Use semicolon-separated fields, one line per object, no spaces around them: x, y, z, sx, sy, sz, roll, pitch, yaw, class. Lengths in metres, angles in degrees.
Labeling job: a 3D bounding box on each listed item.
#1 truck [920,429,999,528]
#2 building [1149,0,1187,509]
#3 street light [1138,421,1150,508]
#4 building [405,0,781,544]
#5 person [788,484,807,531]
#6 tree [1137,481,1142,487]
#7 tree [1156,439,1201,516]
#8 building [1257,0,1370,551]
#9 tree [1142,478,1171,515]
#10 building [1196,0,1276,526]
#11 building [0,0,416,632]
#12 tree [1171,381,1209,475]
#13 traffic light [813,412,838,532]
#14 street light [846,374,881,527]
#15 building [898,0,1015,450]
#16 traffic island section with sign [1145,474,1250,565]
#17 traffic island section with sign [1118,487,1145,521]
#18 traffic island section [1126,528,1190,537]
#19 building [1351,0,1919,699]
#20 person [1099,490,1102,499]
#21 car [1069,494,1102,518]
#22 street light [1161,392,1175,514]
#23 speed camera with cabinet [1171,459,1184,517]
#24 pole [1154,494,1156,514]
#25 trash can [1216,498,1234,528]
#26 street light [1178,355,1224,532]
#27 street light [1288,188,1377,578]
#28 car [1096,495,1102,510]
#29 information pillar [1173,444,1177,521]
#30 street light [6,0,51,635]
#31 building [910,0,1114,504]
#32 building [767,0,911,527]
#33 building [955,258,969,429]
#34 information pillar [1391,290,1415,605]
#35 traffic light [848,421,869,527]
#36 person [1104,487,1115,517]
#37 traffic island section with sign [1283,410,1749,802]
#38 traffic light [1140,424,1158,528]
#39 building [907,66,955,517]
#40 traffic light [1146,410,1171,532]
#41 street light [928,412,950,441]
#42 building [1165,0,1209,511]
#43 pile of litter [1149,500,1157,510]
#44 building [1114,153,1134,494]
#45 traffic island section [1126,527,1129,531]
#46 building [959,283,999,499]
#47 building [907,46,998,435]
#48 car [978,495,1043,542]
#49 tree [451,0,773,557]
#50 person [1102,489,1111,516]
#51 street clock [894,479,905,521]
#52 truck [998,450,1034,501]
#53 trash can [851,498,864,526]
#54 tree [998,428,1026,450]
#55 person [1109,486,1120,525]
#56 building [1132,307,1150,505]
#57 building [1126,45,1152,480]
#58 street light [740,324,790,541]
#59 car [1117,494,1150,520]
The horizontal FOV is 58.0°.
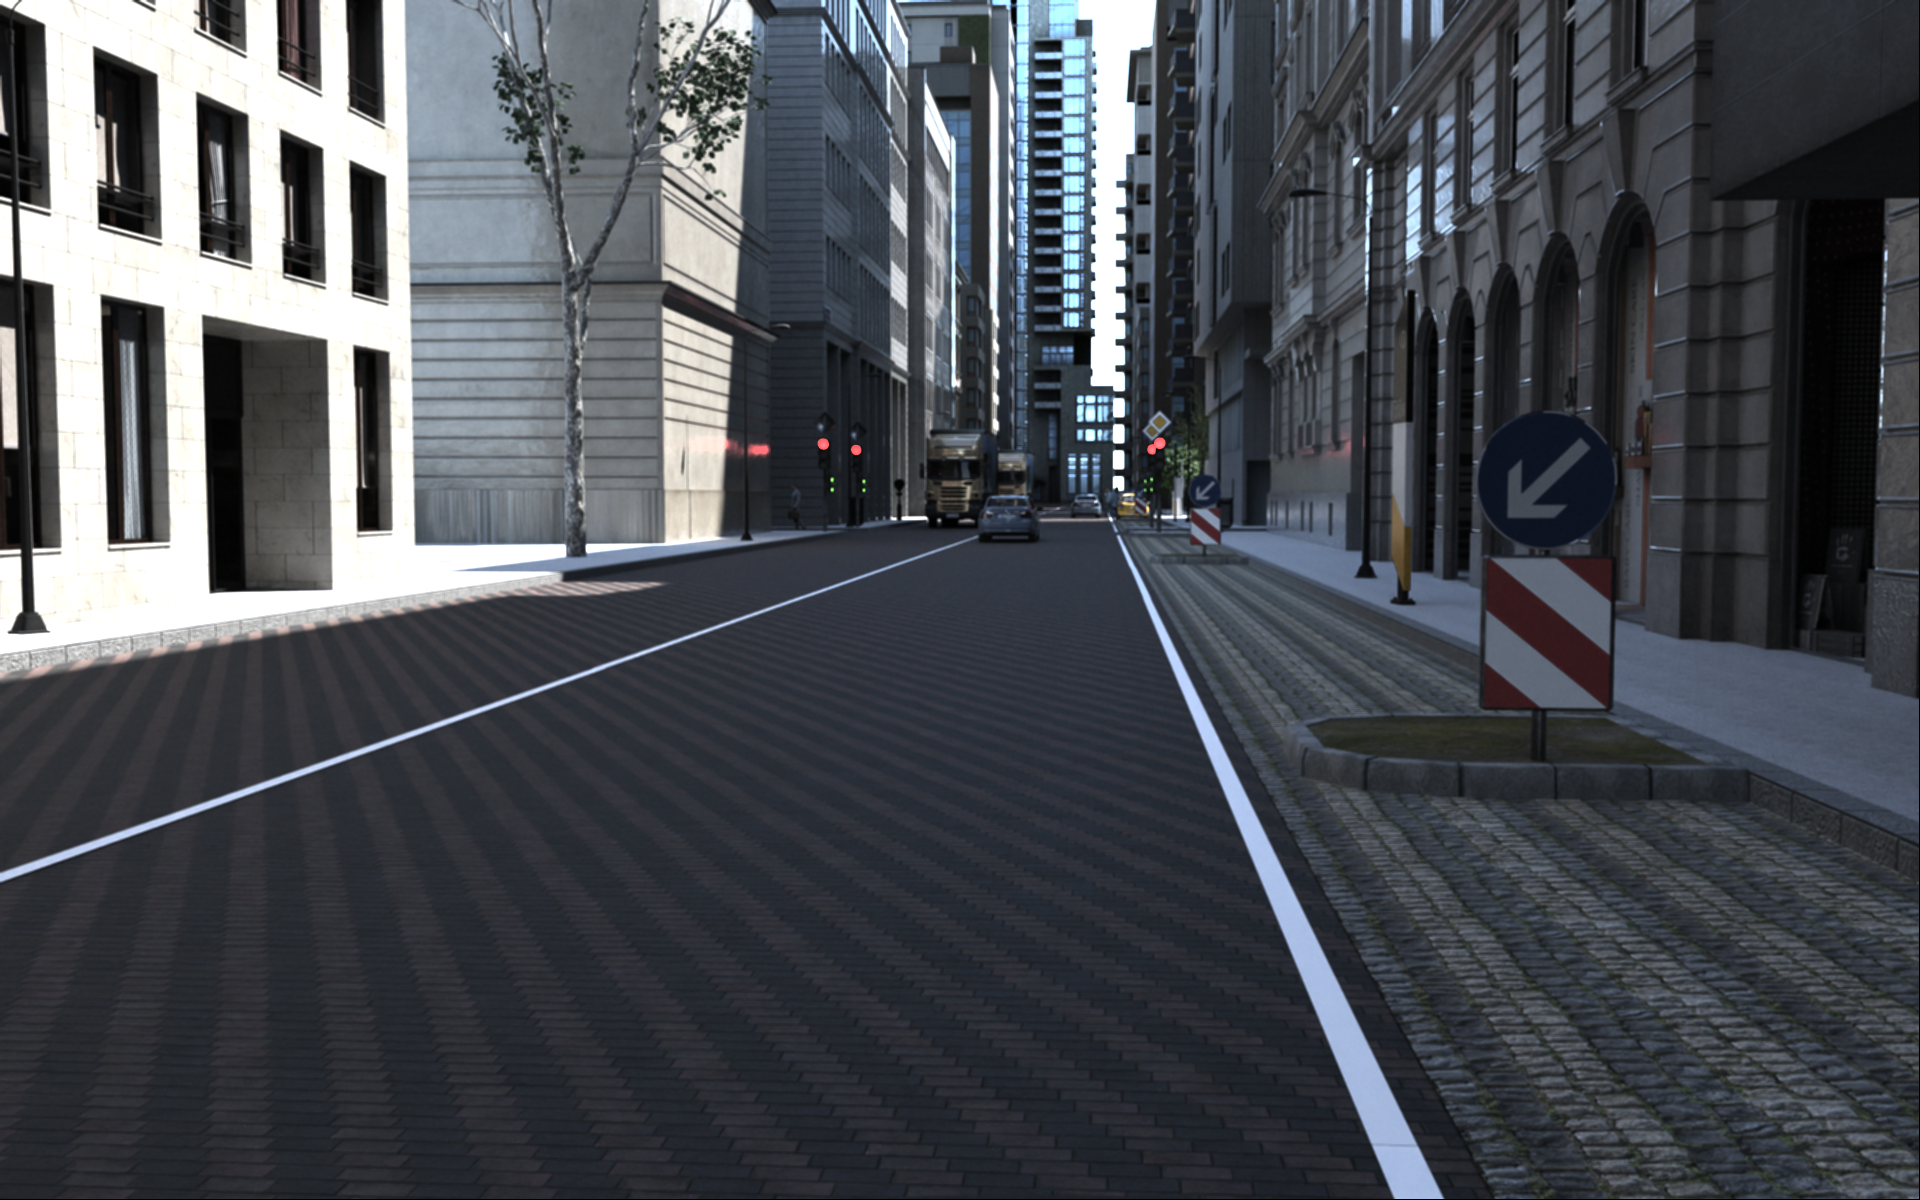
0.126;-5.392;77.066;2.839;4.237;11.283;0;4;5;truck
23.845;-30.702;152.082;14.600;45.320;14.200;0;4;5;building
12.212;-8.399;109.860;1.470;5.913;1.316;0;4;5;street light
-21.188;-13.389;52.189;30.059;22.955;16.112;0;4;5;building
-6.117;-3.417;64.490;0.853;1.813;0.709;-2;4;-33;person
15.825;-9.186;144.790;1.663;3.219;1.824;0;3;0;tree
12.848;-7.299;103.049;4.285;4.588;4.351;0;3;0;tree
15.517;-15.772;45.265;14.401;28.519;23.554;0;4;5;building
12.634;-6.878;107.062;1.663;3.219;1.824;0;3;0;tree
24.407;-29.890;77.939;27.495;52.752;28.713;0;4;5;building
-13.947;-9.937;17.225;10.420;20.320;16.860;0;4;5;building
15.546;-9.758;109.910;4.737;8.622;4.395;0;3;0;tree
-4.595;-4.293;59.115;0.839;4.253;0.868;0;4;5;traffic light
-3.739;-5.776;66.982;1.470;5.913;1.316;0;4;5;street light
-7.796;-40.692;207.308;28.212;58.520;21.231;0;4;5;building
4.926;-1.668;35.898;1.989;1.847;2.006;0;4;5;traffic island section with sign
9.350;-5.027;90.815;1.989;1.847;2.006;0;4;5;traffic island section with sign
6.721;-2.205;58.337;2.009;0.180;2.903;0;4;5;traffic island section
12.767;-10.973;21.208;13.314;21.916;24.055;0;4;5;building
13.127;-9.381;161.954;0.705;1.814;1.350;2;4;26;person
7.526;-5.610;103.729;2.014;1.417;4.499;0;4;3;car
9.881;-6.507;78.927;1.470;5.913;1.316;0;4;5;street light
12.329;-6.350;98.161;0.660;3.252;2.038;0;4;4;speed camera with cabinet
12.589;-7.253;112.434;0.158;3.312;0.155;0;3;0;pole
9.989;-3.292;65.481;0.748;1.137;0.748;0;3;0;trash can
8.158;-5.233;58.095;1.470;5.913;1.316;0;4;5;street light
5.688;-3.297;26.448;1.470;5.913;1.316;0;4;5;street light
11.726;-8.613;153.404;1.945;1.354;3.894;0;4;5;car
10.086;-5.494;81.173;0.183;3.616;0.504;0;4;4;information pillar
-8.042;-2.642;15.741;1.470;5.913;1.316;0;4;5;street light
5.436;-56.403;234.853;31.000;86.520;22.319;0;4;5;building
-9.447;-18.585;81.357;11.434;29.767;29.804;0;4;5;building
-5.866;-17.793;127.080;11.583;22.565;21.152;0;4;5;building
5.158;-1.762;20.166;0.183;3.616;0.504;0;4;-4;information pillar
-3.954;-4.780;67.075;0.839;4.253;0.868;0;4;5;traffic light
9.198;-6.014;106.690;0.748;1.841;0.638;2;4;26;person
2.745;-0.025;9.031;1.989;1.847;2.006;0;4;5;traffic island section with sign
7.323;-4.726;66.186;0.839;4.253;0.868;0;4;5;traffic light
-7.128;-17.647;106.543;12.078;24.808;19.932;0;4;5;building
6.681;-4.239;58.226;0.839;4.253;0.868;0;4;5;traffic light
-1.270;-7.681;98.127;1.470;5.913;1.316;0;4;5;street light
26.301;-28.773;125.058;22.147;44.769;28.867;0;4;5;building
15.260;-7.625;138.637;1.176;0.858;1.719;0;4;4;pile of litter
36.192;-37.617;234.641;30.456;49.044;23.786;0;4;5;building
7.362;-2.692;66.296;2.009;0.180;2.903;0;4;5;traffic island section
-11.120;-19.131;157.837;27.650;21.520;28.899;0;4;5;building
-3.378;-32.291;178.068;14.600;45.320;14.200;0;4;5;building
1.521;-2.510;53.045;2.014;1.417;4.499;0;4;4;car
-6.612;-10.897;34.063;12.611;20.169;13.585;0;3;0;tree
9.603;-6.423;113.785;0.520;1.790;0.573;-1;4;-21;person
-2.944;-4.857;83.980;0.471;2.002;0.358;-1;4;-20;street clock
3.309;-7.527;111.975;2.839;4.237;11.283;0;4;5;truck
-4.221;-3.590;70.356;0.748;1.137;0.748;0;3;0;trash can
5.655;-14.874;193.558;4.360;8.622;3.978;0;3;0;tree
7.258;-4.438;81.332;0.793;1.790;0.793;1;4;20;person
31.512;-20.106;173.772;27.650;21.520;28.899;0;4;5;building
33.781;-37.435;201.305;28.713;52.752;27.495;0;4;5;building
-5.357;-4.592;47.617;1.470;5.913;1.316;0;4;5;street light
9.524;-5.233;95.788;2.015;1.641;3.980;0;4;4;car
